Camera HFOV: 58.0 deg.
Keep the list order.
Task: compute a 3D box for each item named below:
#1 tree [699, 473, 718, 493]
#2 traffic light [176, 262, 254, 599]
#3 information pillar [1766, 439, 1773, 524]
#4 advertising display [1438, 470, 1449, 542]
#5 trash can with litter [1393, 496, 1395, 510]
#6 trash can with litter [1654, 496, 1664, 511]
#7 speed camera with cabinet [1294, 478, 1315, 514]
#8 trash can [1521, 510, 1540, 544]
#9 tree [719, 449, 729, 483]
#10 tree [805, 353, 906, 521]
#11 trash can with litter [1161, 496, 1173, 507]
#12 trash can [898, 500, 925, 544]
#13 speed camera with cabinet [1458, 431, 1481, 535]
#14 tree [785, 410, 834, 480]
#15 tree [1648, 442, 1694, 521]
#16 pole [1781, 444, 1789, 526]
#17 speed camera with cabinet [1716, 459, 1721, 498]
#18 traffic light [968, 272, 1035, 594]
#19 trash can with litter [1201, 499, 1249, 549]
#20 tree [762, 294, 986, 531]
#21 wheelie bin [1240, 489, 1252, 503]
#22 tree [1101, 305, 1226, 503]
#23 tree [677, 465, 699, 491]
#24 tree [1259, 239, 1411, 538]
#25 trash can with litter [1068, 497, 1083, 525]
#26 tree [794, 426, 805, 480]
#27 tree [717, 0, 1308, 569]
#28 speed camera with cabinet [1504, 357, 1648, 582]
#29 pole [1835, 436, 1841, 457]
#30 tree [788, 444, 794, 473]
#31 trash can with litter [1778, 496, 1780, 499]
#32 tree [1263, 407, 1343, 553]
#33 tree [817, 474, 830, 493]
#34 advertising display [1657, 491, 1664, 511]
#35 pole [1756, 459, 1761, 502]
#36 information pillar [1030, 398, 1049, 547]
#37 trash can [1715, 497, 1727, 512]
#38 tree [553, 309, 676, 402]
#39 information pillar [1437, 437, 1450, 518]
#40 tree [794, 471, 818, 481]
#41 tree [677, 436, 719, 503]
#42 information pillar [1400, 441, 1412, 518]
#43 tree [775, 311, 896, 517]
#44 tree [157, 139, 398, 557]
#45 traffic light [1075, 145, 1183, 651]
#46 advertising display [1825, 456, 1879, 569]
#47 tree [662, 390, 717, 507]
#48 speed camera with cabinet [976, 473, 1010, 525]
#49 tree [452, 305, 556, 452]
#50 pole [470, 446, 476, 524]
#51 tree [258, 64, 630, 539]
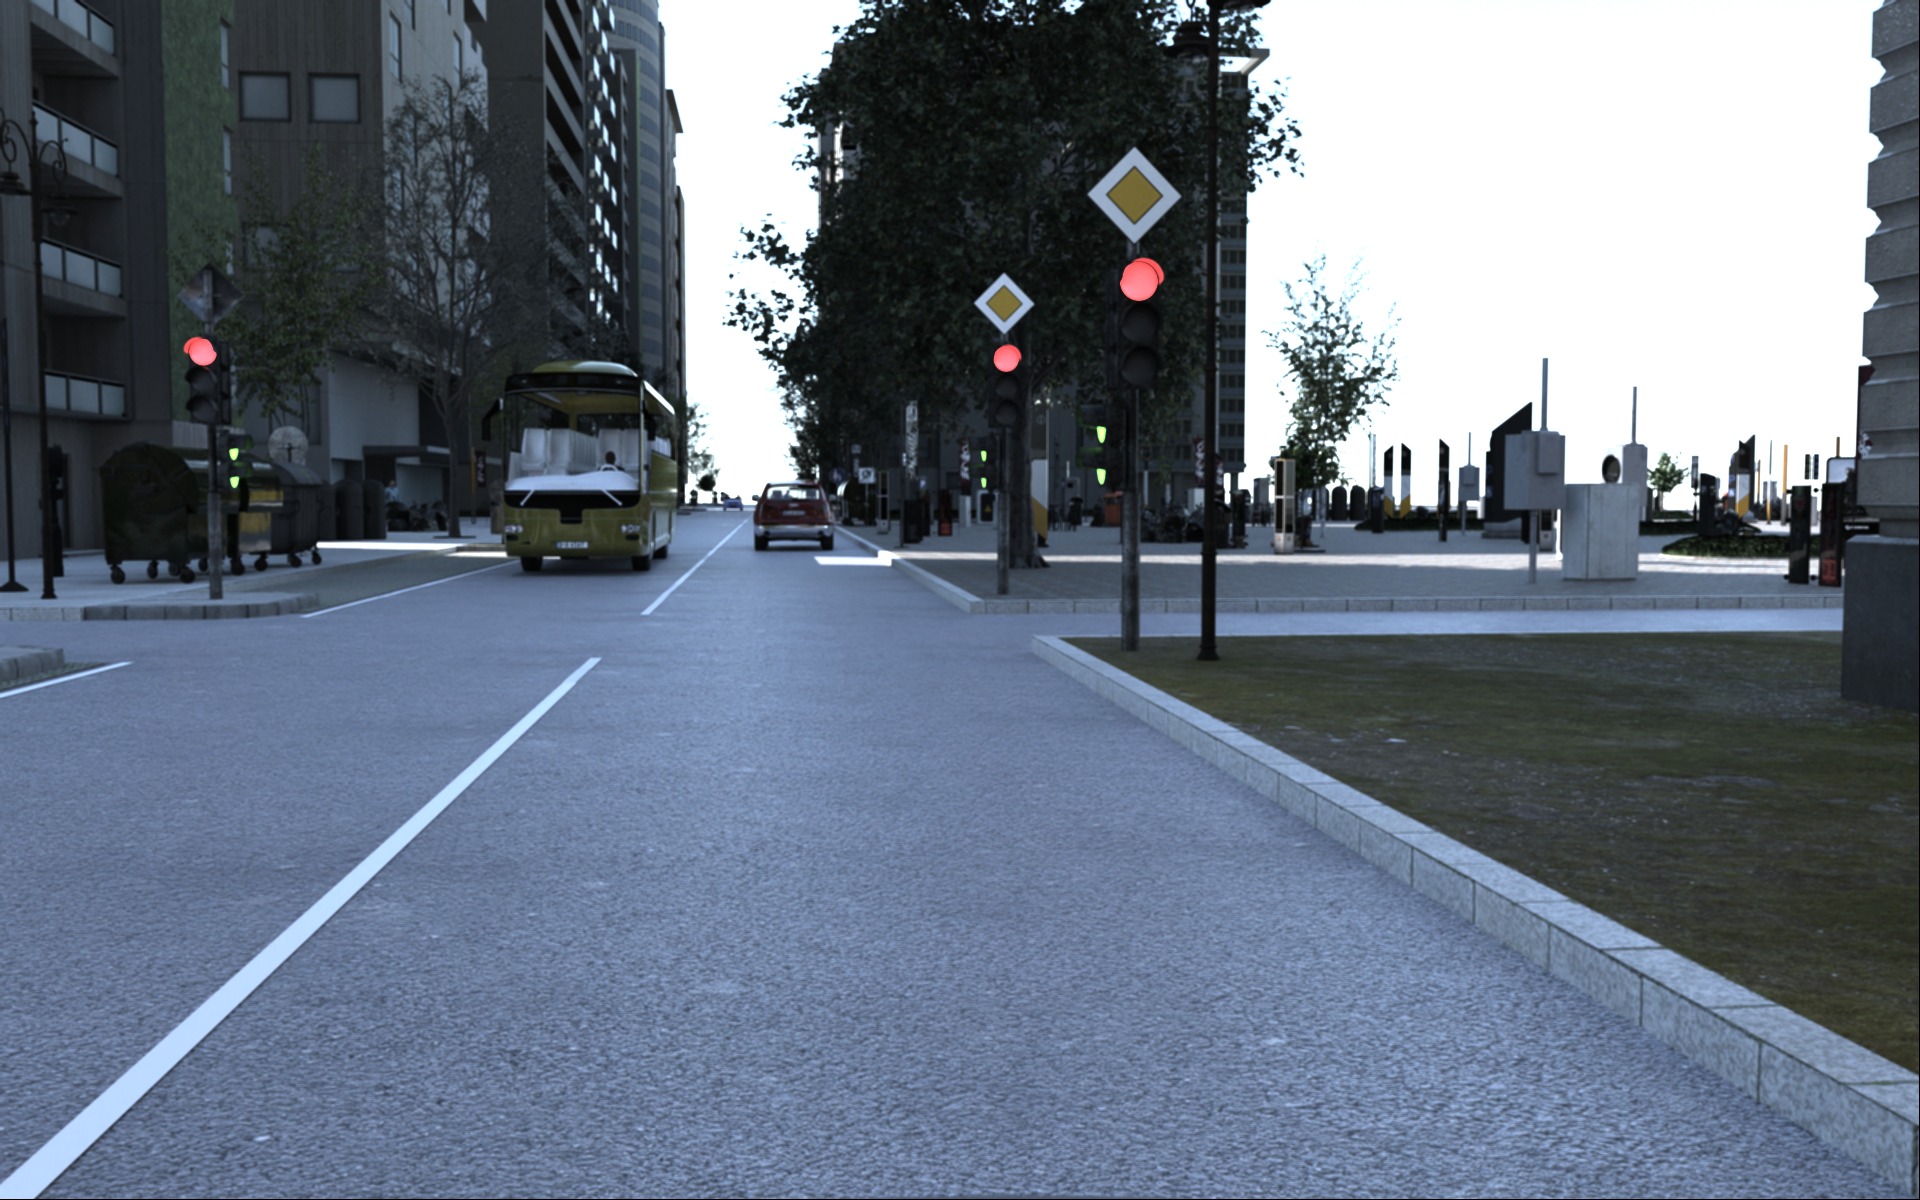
[{"bbox_3d":[-36.458,-16.281,249.907,4.285,4.588,4.351,0,3,0],"label":"tree"},{"bbox_3d":[-9.069,-1.965,21.044,0.839,4.253,0.868,0,4,-6],"label":"traffic light"},{"bbox_3d":[34.400,-5.028,73.566,0.183,3.616,0.504,1,4,21],"label":"information pillar"},{"bbox_3d":[13.130,-2.558,47.045,0.123,1.923,0.974,0,4,6],"label":"advertising display"},{"bbox_3d":[24.797,-5.321,98.062,2.233,1.210,1.678,-3,4,-36],"label":"trash can with litter"},{"bbox_3d":[38.838,-5.277,97.339,2.233,1.210,1.678,1,4,13],"label":"trash can with litter"},{"bbox_3d":[19.421,-6.323,97.714,0.660,3.252,2.038,-1,4,-8],"label":"speed camera with cabinet"},{"bbox_3d":[14.850,-2.029,44.830,0.748,1.137,0.748,0,3,0],"label":"trash can"},{"bbox_3d":[-34.631,-17.894,242.927,4.360,8.622,3.978,0,3,0],"label":"tree"},{"bbox_3d":[-4.123,-7.907,79.648,4.360,8.622,3.978,0,3,0],"label":"tree"},{"bbox_3d":[8.831,-4.020,76.792,2.233,1.210,1.678,1,4,20],"label":"trash can with litter"},{"bbox_3d":[-1.269,-2.047,45.117,0.748,1.137,0.748,0,3,0],"label":"trash can"},{"bbox_3d":[16.746,-3.681,54.521,2.038,3.252,0.660,1,4,18],"label":"speed camera with cabinet"},{"bbox_3d":[-12.494,-12.006,146.657,4.737,8.622,4.395,0,3,0],"label":"tree"},{"bbox_3d":[26.305,-4.294,64.801,1.663,3.219,1.824,0,3,0],"label":"tree"},{"bbox_3d":[33.356,-4.660,70.041,0.158,3.312,0.155,0,3,0],"label":"pole"},{"bbox_3d":[42.820,-6.364,98.383,0.660,3.252,2.038,1,4,21],"label":"speed camera with cabinet"},{"bbox_3d":[0.536,-2.028,22.083,0.839,4.253,0.868,0,4,-6],"label":"traffic light"},{"bbox_3d":[6.250,-1.799,40.795,1.055,1.170,0.624,-2,4,-34],"label":"trash can with litter"},{"bbox_3d":[-2.440,-7.706,60.407,8.767,10.594,7.601,1,4,15],"label":"tree"},{"bbox_3d":[16.159,-5.553,98.692,0.980,1.594,0.693,-2,4,-31],"label":"wheelie bin"},{"bbox_3d":[6.557,-6.485,56.390,4.737,8.622,4.395,0,3,0],"label":"tree"},{"bbox_3d":[-27.636,-11.066,164.641,4.285,4.588,4.351,0,3,0],"label":"tree"},{"bbox_3d":[10.960,-6.148,50.884,4.737,8.622,4.395,0,3,0],"label":"tree"},{"bbox_3d":[4.780,-3.678,71.515,0.624,1.170,1.055,0,4,6],"label":"trash can with litter"},{"bbox_3d":[-9.217,-10.551,122.876,4.360,8.622,3.978,0,3,0],"label":"tree"},{"bbox_3d":[1.054,-6.898,29.798,9.611,12.733,9.660,0,3,0],"label":"tree"},{"bbox_3d":[9.037,-1.909,25.542,2.038,3.252,0.660,-1,4,-21],"label":"speed camera with cabinet"},{"bbox_3d":[30.810,-4.098,60.847,0.158,3.312,0.155,0,3,0],"label":"pole"},{"bbox_3d":[-17.702,-15.284,200.250,4.360,8.622,3.978,0,3,0],"label":"tree"},{"bbox_3d":[47.311,-5.514,101.205,2.233,1.210,1.678,-1,4,-22],"label":"trash can with litter"},{"bbox_3d":[7.464,-2.673,38.305,1.663,3.219,1.824,0,3,0],"label":"tree"},{"bbox_3d":[-13.043,-10.471,165.807,1.663,3.219,1.824,0,3,0],"label":"tree"},{"bbox_3d":[37.461,-5.347,92.640,0.123,1.923,0.974,3,4,36],"label":"advertising display"},{"bbox_3d":[46.001,-6.479,99.771,0.158,3.312,0.155,0,3,0],"label":"pole"},{"bbox_3d":[1.885,-3.079,41.698,0.504,3.616,0.183,1,4,14],"label":"information pillar"},{"bbox_3d":[33.088,-3.915,75.657,0.748,1.137,0.748,0,3,0],"label":"trash can"},{"bbox_3d":[-18.149,-9.330,86.965,7.601,10.594,8.767,1,4,10],"label":"tree"},{"bbox_3d":[19.844,-4.876,71.083,0.504,3.616,0.183,3,5,41],"label":"information pillar"},{"bbox_3d":[-18.818,-13.990,212.443,4.285,4.588,4.351,0,3,0],"label":"tree"},{"bbox_3d":[-31.453,-15.591,205.272,4.360,8.622,3.978,0,3,0],"label":"tree"},{"bbox_3d":[19.678,-5.208,76.513,0.504,3.616,0.183,0,4,6],"label":"information pillar"},{"bbox_3d":[-6.829,-10.540,98.091,9.928,11.665,9.643,0,3,0],"label":"tree"},{"bbox_3d":[-13.716,-5.192,35.256,4.737,8.622,4.395,0,3,0],"label":"tree"},{"bbox_3d":[1.384,-1.543,14.142,0.839,4.253,0.868,0,4,-6],"label":"traffic light"},{"bbox_3d":[15.340,-1.494,29.648,0.974,1.923,0.123,2,4,25],"label":"advertising display"},{"bbox_3d":[-27.964,-15.045,171.738,9.928,11.665,9.643,0,3,0],"label":"tree"},{"bbox_3d":[1.721,-4.797,72.759,2.038,3.252,0.660,0,4,-4],"label":"speed camera with cabinet"},{"bbox_3d":[-16.770,-7.003,64.863,4.737,8.622,4.395,0,3,0],"label":"tree"},{"bbox_3d":[-20.822,-4.906,74.048,0.158,3.312,0.155,0,3,0],"label":"pole"},{"bbox_3d":[-14.691,-8.539,49.985,12.009,13.543,11.850,0,3,0],"label":"tree"}]
